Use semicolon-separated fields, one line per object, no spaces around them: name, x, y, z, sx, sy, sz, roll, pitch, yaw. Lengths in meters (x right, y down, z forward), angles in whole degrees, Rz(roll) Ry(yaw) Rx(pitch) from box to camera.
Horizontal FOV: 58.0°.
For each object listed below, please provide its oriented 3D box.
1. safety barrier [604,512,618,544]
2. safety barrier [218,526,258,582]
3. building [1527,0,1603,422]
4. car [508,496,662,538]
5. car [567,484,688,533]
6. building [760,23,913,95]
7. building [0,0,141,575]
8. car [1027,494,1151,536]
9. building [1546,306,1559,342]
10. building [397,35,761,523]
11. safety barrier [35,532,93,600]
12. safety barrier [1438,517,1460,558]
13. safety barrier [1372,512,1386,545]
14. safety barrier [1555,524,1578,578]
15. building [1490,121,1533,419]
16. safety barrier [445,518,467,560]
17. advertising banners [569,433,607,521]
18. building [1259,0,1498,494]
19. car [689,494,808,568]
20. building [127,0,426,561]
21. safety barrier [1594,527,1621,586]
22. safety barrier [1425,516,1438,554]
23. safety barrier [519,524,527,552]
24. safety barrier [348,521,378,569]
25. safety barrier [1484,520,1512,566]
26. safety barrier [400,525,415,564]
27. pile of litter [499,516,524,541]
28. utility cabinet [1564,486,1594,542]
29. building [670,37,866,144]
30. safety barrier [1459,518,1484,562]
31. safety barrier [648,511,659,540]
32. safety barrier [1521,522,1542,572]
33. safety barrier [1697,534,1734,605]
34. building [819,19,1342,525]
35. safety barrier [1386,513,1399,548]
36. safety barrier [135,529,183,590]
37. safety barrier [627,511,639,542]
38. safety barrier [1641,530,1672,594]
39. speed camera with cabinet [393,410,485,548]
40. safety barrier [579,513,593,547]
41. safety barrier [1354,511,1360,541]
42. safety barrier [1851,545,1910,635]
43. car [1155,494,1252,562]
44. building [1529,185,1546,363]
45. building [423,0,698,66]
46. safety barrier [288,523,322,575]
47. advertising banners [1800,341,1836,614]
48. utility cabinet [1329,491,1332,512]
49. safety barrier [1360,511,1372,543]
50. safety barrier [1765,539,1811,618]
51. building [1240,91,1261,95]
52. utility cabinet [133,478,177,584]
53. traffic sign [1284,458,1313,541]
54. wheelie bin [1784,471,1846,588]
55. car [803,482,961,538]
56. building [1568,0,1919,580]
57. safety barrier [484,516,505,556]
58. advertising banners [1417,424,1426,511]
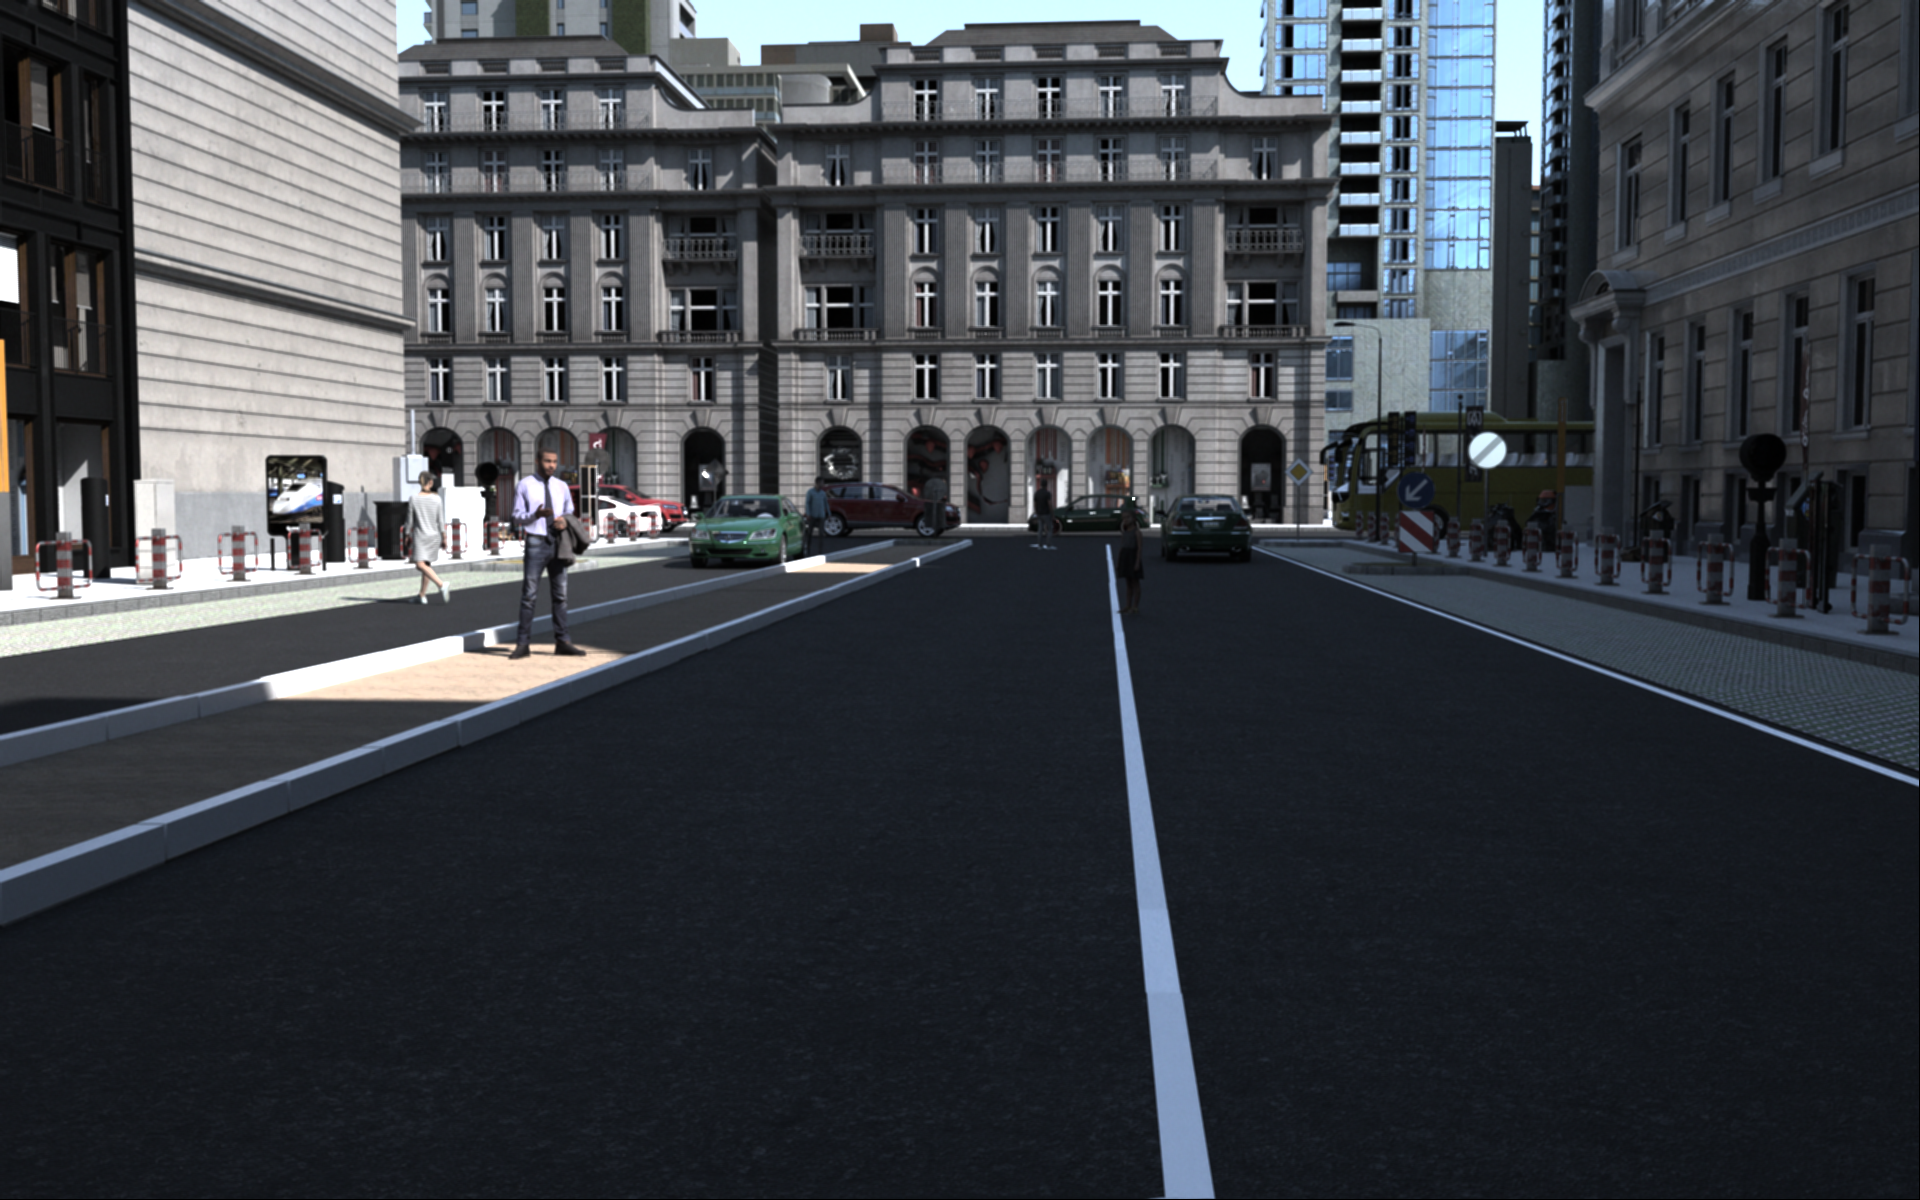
safety barrier;-8.983;-1.851;44.545;0.300;0.817;1.120;0;4;5
safety barrier;-10.554;-0.677;25.339;0.300;0.817;1.120;0;4;5
building;77.183;-53.353;184.992;31.000;86.520;22.319;0;4;5
car;-11.848;-2.594;54.772;4.827;1.381;2.083;0;4;5
car;-12.831;-3.431;64.764;5.304;1.827;2.281;0;4;4
building;-10.830;-31.791;169.899;14.600;45.320;14.200;0;4;5
building;-21.232;-11.799;22.590;12.332;23.373;15.834;0;4;5
car;4.402;-3.024;59.223;4.222;1.686;2.009;0;4;4
building;86.272;-28.159;232.097;14.107;30.474;14.160;0;4;5
building;-19.735;-14.638;81.124;24.055;21.916;13.314;0;4;5
safety barrier;-10.901;-0.416;21.084;0.300;0.817;1.120;0;4;5
safety barrier;9.976;-1.268;35.009;0.300;0.817;1.120;0;4;5
safety barrier;10.674;-1.790;43.536;0.300;0.817;1.120;0;4;5
safety barrier;9.283;-0.747;26.489;0.300;0.817;1.120;0;4;5
building;54.524;-31.114;192.301;14.086;41.232;14.154;0;4;5
safety barrier;-9.858;-1.200;33.890;0.300;0.817;1.120;0;4;5
advertising banners;-11.046;-3.241;49.177;2.074;3.025;0.090;-1;4;-16
building;35.560;-51.486;154.463;22.319;86.520;31.000;0;4;5
car;-4.236;-1.434;35.250;2.131;1.459;4.920;0;4;4
building;-25.721;-15.364;38.587;23.554;28.519;14.401;0;4;5
safety barrier;9.107;-0.617;24.358;0.300;0.817;1.120;0;4;5
safety barrier;10.150;-1.398;37.135;0.300;0.817;1.120;0;4;5
safety barrier;-9.511;-1.461;38.158;0.300;0.817;1.120;0;4;5
safety barrier;-10.207;-0.938;29.610;0.300;0.817;1.120;0;4;5
safety barrier;9.630;-1.008;30.755;0.300;0.817;1.120;0;4;5
safety barrier;-10.027;-1.070;31.763;0.300;0.817;1.120;0;4;5
pile of litter;-12.428;-2.072;47.838;1.176;0.858;1.719;3;5;41
utility cabinet;16.397;-2.258;45.605;1.173;1.500;0.318;1;4;17
building;-20.315;-28.124;151.703;32.217;40.220;23.993;0;4;5
safety barrier;9.806;-1.138;32.881;0.300;0.817;1.120;0;4;5
safety barrier;-8.638;-2.112;48.803;0.300;0.817;1.120;0;4;5
safety barrier;9.458;-0.878;28.628;0.300;0.817;1.120;0;4;5
safety barrier;8.761;-0.356;20.094;0.300;0.817;1.120;0;4;5
building;4.198;-14.486;78.652;24.055;21.916;13.314;0;4;5
safety barrier;10.501;-1.659;41.397;0.300;0.817;1.120;0;4;5
safety barrier;-10.731;-0.547;23.211;0.300;0.817;1.120;0;4;5
safety barrier;-8.814;-1.981;46.672;0.300;0.817;1.120;0;4;5
safety barrier;8.935;-0.487;22.231;0.300;0.817;1.120;0;4;5
speed camera with cabinet;-12.399;-2.869;41.241;2.038;3.252;0.660;-3;4;-37
safety barrier;-9.159;-1.721;42.418;0.300;0.817;1.120;0;4;5
safety barrier;11.021;-2.051;47.802;0.300;0.817;1.120;0;4;5
safety barrier;8.408;-0.096;15.841;0.300;0.817;1.120;0;4;5
car;5.392;-1.615;38.197;2.131;1.459;4.920;0;4;5
building;64.844;-35.687;238.109;28.867;44.769;22.147;0;4;5
building;-44.331;-39.978;195.645;28.212;58.520;21.231;0;4;5
safety barrier;-10.386;-0.807;27.469;0.300;0.817;1.120;0;4;5
advertising banners;9.549;-1.416;19.335;0.090;3.025;2.074;1;4;18
utility cabinet;26.723;-7.145;125.497;0.318;1.500;1.173;0;4;3
safety barrier;10.848;-1.920;45.663;0.300;0.817;1.120;0;4;5
safety barrier;8.583;-0.226;17.967;0.300;0.817;1.120;0;4;5
building;33.405;-30.291;178.848;14.154;41.232;14.086;0;4;5
utility cabinet;-11.584;-0.993;24.915;0.318;1.500;1.173;-1;4;-13
traffic sign;9.281;-2.684;47.518;0.795;2.450;0.064;0;4;5
wheelie bin;11.728;-0.971;23.779;0.693;1.594;0.980;1;4;15
car;-2.607;-3.018;58.010;5.304;1.827;2.281;0;4;6
building;20.806;-15.022;31.517;13.634;28.700;20.117;0;4;5
safety barrier;-9.681;-1.330;36.026;0.300;0.817;1.120;0;4;5
advertising banners;11.719;-2.924;43.998;0.090;3.025;2.074;1;4;12
